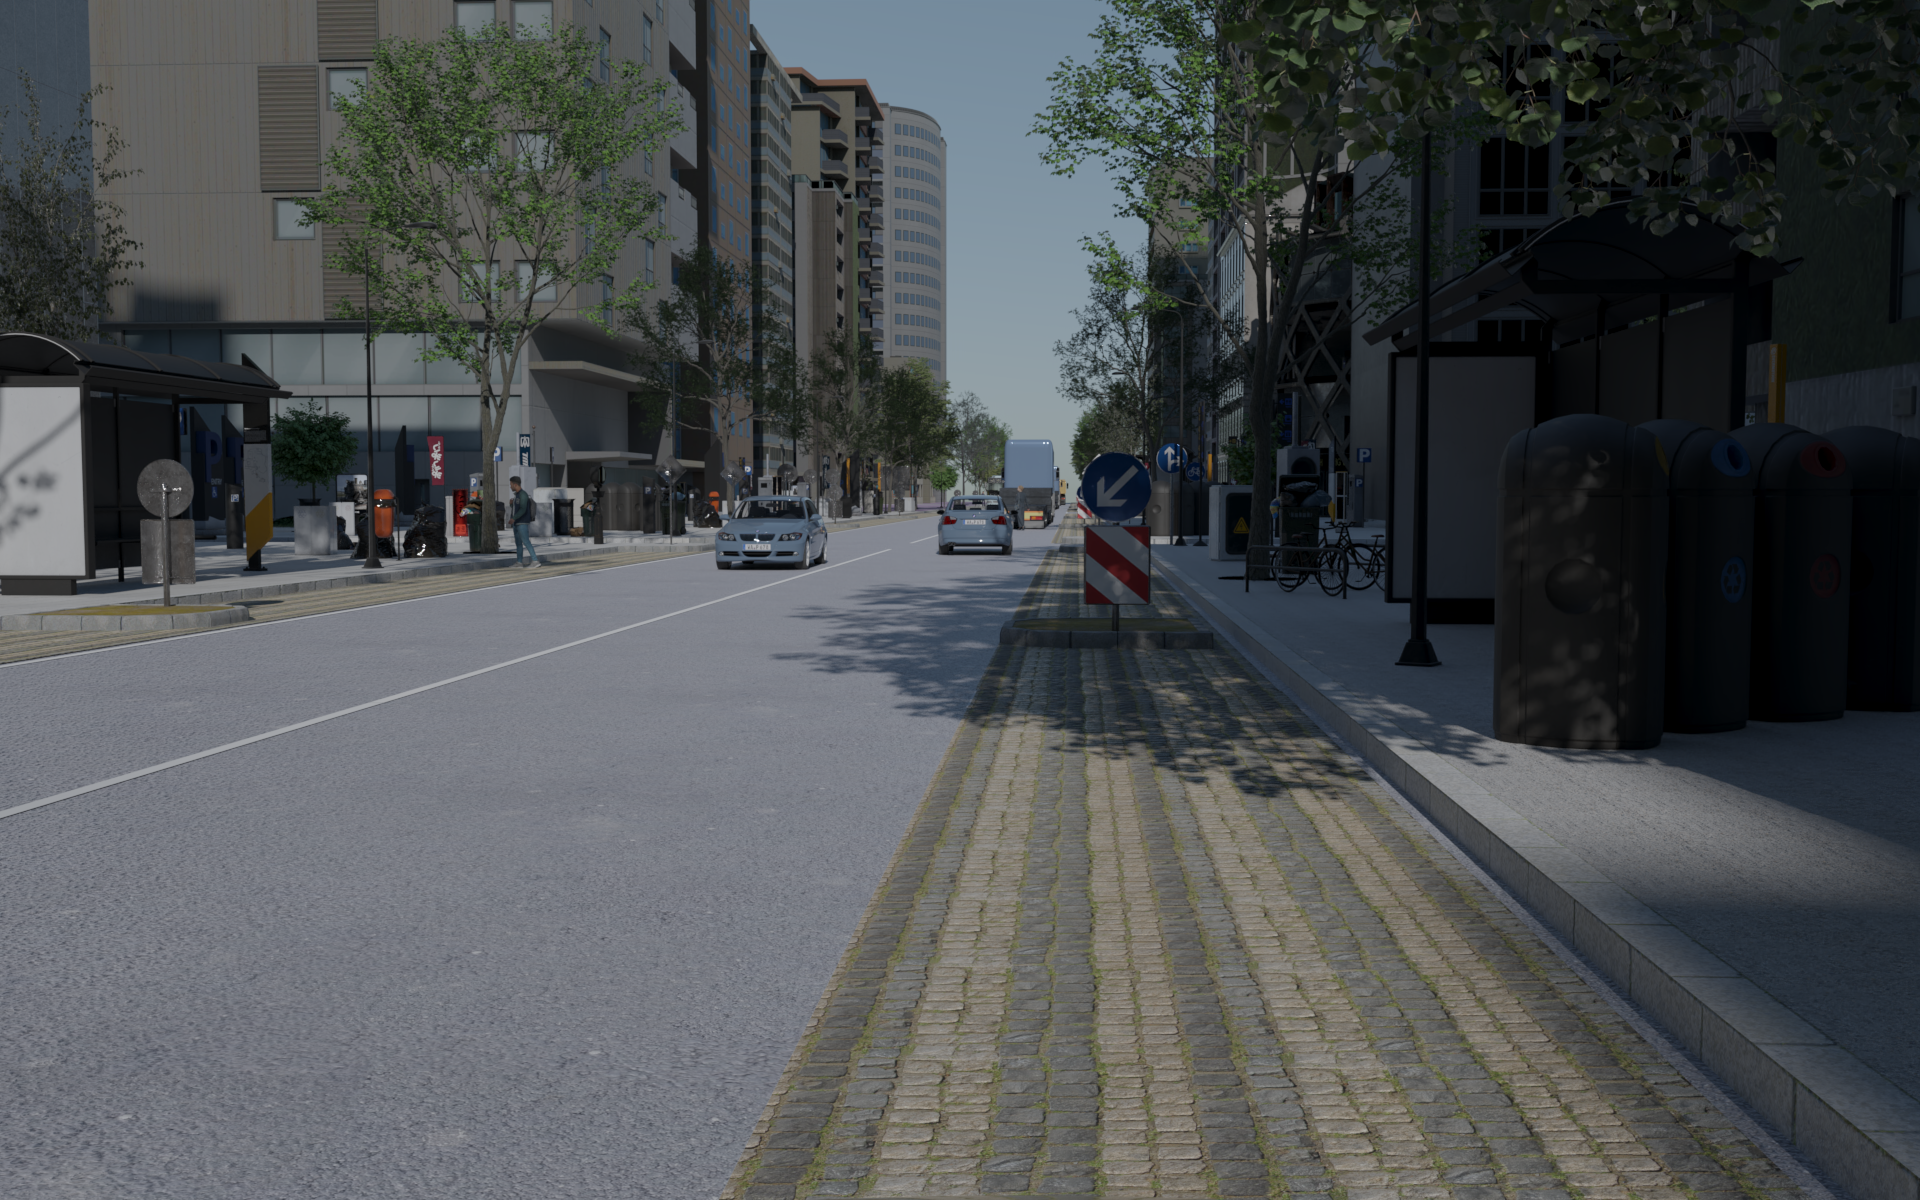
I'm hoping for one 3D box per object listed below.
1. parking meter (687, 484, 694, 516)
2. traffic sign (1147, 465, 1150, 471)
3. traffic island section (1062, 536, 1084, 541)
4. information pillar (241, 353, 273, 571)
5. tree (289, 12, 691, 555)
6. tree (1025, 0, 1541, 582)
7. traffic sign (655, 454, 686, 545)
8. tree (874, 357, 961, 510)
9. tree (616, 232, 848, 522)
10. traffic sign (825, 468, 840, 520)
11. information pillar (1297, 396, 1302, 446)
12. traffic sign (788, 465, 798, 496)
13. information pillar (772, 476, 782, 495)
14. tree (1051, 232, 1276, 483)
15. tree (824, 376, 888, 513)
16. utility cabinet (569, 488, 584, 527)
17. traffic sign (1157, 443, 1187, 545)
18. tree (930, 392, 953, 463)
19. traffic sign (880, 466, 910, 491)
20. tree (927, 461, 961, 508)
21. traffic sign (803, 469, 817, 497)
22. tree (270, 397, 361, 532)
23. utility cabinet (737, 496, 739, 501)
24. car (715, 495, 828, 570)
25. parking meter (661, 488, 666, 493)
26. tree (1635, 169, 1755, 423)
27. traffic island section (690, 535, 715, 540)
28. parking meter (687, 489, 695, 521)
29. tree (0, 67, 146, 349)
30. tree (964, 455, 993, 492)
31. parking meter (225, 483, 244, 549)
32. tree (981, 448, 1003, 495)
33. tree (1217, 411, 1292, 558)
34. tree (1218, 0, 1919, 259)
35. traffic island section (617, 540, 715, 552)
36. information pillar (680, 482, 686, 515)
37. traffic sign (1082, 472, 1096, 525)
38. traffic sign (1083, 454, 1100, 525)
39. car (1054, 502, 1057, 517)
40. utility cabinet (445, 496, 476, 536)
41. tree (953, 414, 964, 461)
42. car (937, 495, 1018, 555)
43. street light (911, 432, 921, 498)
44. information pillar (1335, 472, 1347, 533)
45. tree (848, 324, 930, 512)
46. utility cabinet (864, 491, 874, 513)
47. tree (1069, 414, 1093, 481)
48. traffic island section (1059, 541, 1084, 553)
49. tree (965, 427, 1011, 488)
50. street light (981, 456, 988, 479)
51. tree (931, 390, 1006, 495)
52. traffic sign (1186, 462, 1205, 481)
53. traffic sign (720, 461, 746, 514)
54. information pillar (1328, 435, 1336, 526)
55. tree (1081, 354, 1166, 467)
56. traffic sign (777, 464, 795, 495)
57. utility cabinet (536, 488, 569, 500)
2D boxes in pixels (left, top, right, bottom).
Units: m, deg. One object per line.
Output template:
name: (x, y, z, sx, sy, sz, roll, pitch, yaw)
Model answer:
parking meter: (-15.907, -5.910, 102.342, 0.399, 1.863, 0.255, 2, 4, 26)
traffic sign: (8.537, -4.777, 78.113, 0.884, 2.594, 0.081, 1, 4, 11)
traffic island section: (4.013, -1.764, 51.119, 2.009, 0.180, 2.903, 0, 4, 4)
information pillar: (-11.675, -2.288, 28.760, 0.504, 3.616, 0.183, 1, 4, 16)
tree: (-9.958, -6.802, 36.973, 9.928, 11.665, 9.643, 0, 3, 0)
tree: (4.516, -6.091, 25.351, 9.928, 11.665, 9.643, 0, 3, 0)
traffic sign: (-7.312, -2.457, 43.813, 0.795, 2.450, 0.064, 0, 4, 4)
tree: (-3.700, -13.754, 143.001, 7.486, 12.596, 7.792, 0, 3, 0)
tree: (-8.562, -7.820, 62.268, 7.601, 10.594, 8.767, 0, 4, 5)
traffic sign: (-6.292, -5.228, 85.583, 0.768, 2.556, 0.104, 0, 4, 8)
information pillar: (7.997, -3.065, 41.470, 0.183, 3.616, 0.504, -2, 4, -24)
traffic sign: (-7.456, -4.622, 75.678, 0.768, 2.556, 0.104, 1, 4, 13)
information pillar: (-7.380, -4.005, 69.971, 0.304, 2.012, 0.304, 3, 5, 41)
tree: (7.014, -7.744, 61.027, 8.767, 10.594, 7.601, 1, 4, 17)
tree: (-6.292, -9.591, 107.179, 4.360, 8.622, 3.978, 0, 3, 0)
utility cabinet: (-14.963, -3.509, 66.043, 1.173, 1.500, 0.318, -2, 4, -28)
traffic sign: (5.330, -2.659, 43.583, 0.768, 2.556, 0.104, 1, 4, 9)
tree: (-4.595, -11.377, 120.422, 7.601, 10.594, 8.767, 0, 4, -2)
traffic sign: (-4.765, -8.087, 126.102, 2.265, 3.308, 0.079, 1, 4, 9)
tree: (-1.571, -11.047, 164.328, 4.285, 4.588, 4.351, 0, 3, 0)
traffic sign: (-7.624, -5.398, 88.366, 0.768, 2.556, 0.104, 0, 4, 6)
tree: (-21.970, -4.586, 58.701, 4.285, 4.588, 4.351, 0, 3, 0)
utility cabinet: (-12.205, -5.291, 97.665, 0.306, 1.237, 1.020, 1, 4, 22)
car: (-3.675, -1.365, 34.325, 2.014, 1.417, 4.499, 0, 4, 3)
parking meter: (-11.599, -3.598, 67.234, 0.372, 1.533, 0.369, 0, 3, 0)
tree: (16.414, -5.317, 37.289, 4.737, 8.622, 4.395, 0, 3, 0)
traffic island section: (-6.804, -1.808, 51.844, 2.009, 0.180, 2.903, 0, 4, 4)
parking meter: (-12.758, -4.519, 82.298, 0.372, 1.533, 0.369, 0, 3, 0)
tree: (-15.678, -4.823, 29.223, 4.360, 8.622, 3.978, 0, 3, 0)
tree: (2.439, -17.448, 235.641, 4.360, 8.622, 3.978, 0, 3, 0)
parking meter: (-16.981, -1.965, 40.532, 0.372, 1.533, 0.369, 0, 3, 0)
tree: (3.881, -18.283, 249.295, 4.737, 8.622, 4.395, 0, 3, 0)
tree: (5.953, -2.485, 35.233, 1.663, 3.219, 1.824, 0, 3, 0)
tree: (3.664, -5.967, 4.224, 9.857, 13.997, 8.962, 0, 3, 0)
traffic island section: (-7.336, -1.321, 43.876, 2.009, 0.180, 2.903, 0, 4, 4)
information pillar: (-17.197, -6.301, 107.515, 0.304, 2.012, 0.304, 0, 4, 8)
traffic sign: (3.989, -2.899, 51.044, 0.795, 2.450, 0.064, 0, 4, 4)
traffic sign: (3.457, -2.412, 43.076, 0.795, 2.450, 0.064, 0, 4, 4)
car: (5.079, -5.861, 108.401, 1.945, 1.354, 3.894, 0, 4, 3)
utility cabinet: (-15.138, -2.532, 52.566, 1.020, 1.237, 0.306, 2, 4, 32)
tree: (-3.304, -12.186, 133.658, 8.767, 10.594, 7.601, 2, 4, 29)
car: (0.410, -1.837, 42.033, 2.014, 1.417, 4.499, 0, 4, 2)
street light: (-3.082, -9.533, 128.412, 1.470, 5.913, 1.316, 0, 4, 4)
information pillar: (12.507, -3.199, 56.802, 0.304, 2.012, 0.304, 2, 4, 28)
tree: (-6.609, -9.694, 92.910, 8.767, 10.594, 7.601, -1, 4, -9)
utility cabinet: (-6.068, -6.544, 115.667, 0.318, 1.500, 1.173, -2, 4, -32)
tree: (18.380, -19.648, 239.364, 7.486, 12.596, 7.792, 0, 3, 0)
traffic island section: (3.481, -1.277, 43.152, 2.009, 0.180, 2.903, 0, 4, 4)
tree: (5.490, -22.471, 284.409, 9.611, 12.733, 9.660, 0, 3, 0)
street light: (2.401, -14.587, 211.043, 1.470, 5.913, 1.316, 0, 4, 4)
tree: (0.567, -17.858, 202.348, 12.009, 13.543, 11.850, 0, 3, 0)
traffic sign: (9.341, -4.197, 68.732, 0.768, 2.556, 0.104, 1, 4, 13)
traffic sign: (-6.780, -2.944, 51.780, 0.795, 2.450, 0.064, 0, 4, 4)
information pillar: (14.928, -4.776, 69.440, 0.183, 3.616, 0.504, -1, 4, -13)
tree: (8.746, -8.554, 90.228, 4.360, 8.622, 3.978, 0, 3, 0)
traffic sign: (-7.288, -4.425, 72.451, 0.768, 2.556, 0.104, 1, 4, 9)
utility cabinet: (-13.872, -3.045, 58.472, 1.173, 1.500, 0.318, 1, 4, 21)
